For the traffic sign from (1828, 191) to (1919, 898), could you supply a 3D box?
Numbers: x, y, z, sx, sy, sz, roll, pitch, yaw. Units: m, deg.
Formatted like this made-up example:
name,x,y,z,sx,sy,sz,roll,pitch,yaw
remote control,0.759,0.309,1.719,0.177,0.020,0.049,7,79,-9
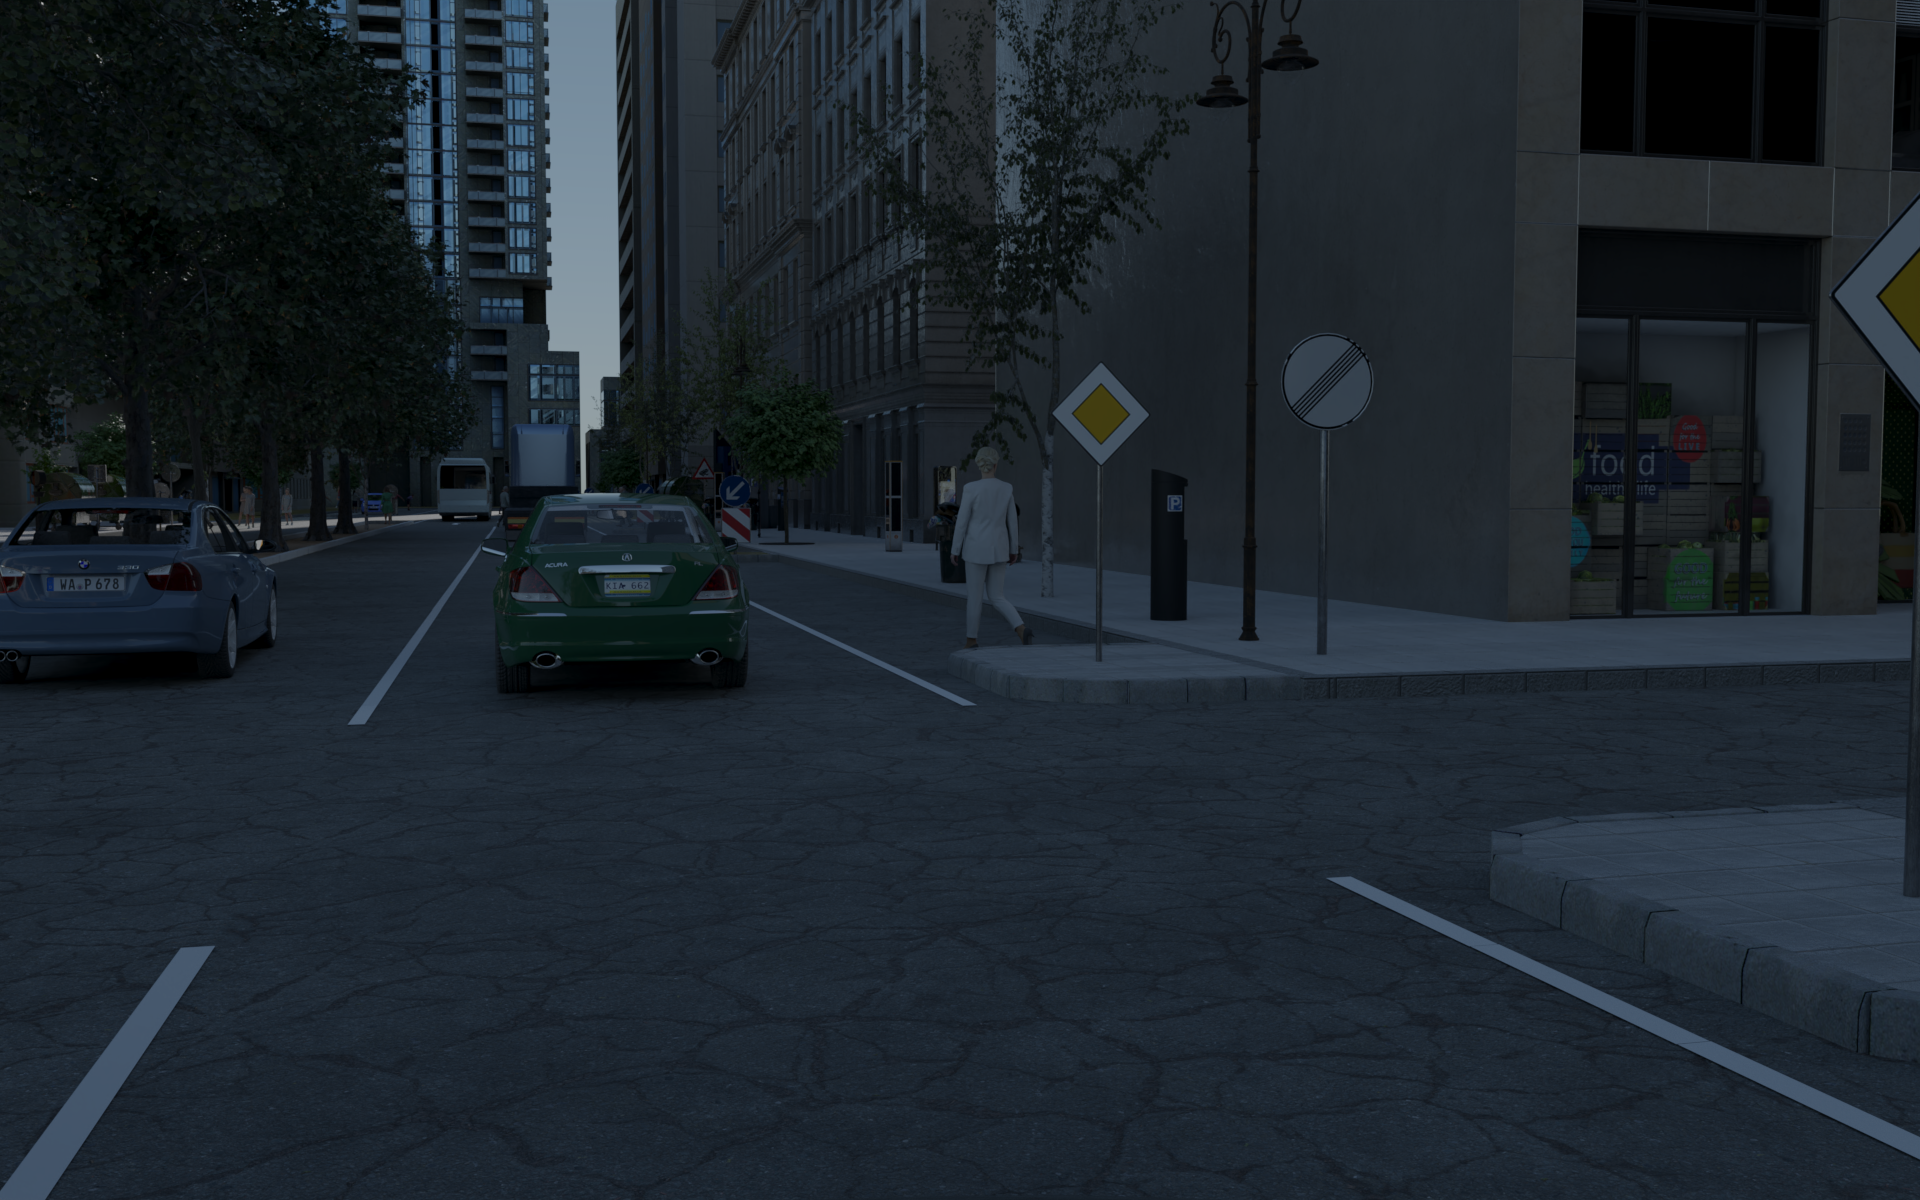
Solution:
name,x,y,z,sx,sy,sz,roll,pitch,yaw
traffic sign,3.035,-0.111,5.464,0.795,2.450,0.064,-1,4,-14

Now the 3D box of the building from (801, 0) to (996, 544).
name,x,y,z,sx,sy,sz,roll,pitch,yaw
building,1.389,-12.519,53.837,9.793,20.994,18.267,-1,4,-14

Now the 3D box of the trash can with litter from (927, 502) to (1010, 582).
name,x,y,z,sx,sy,sz,roll,pitch,yaw
trash can with litter,0.089,-0.848,25.255,1.055,1.170,0.624,-3,5,-42

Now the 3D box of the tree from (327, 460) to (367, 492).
name,x,y,z,sx,sy,sz,roll,pitch,yaw
tree,-52.592,-10.091,148.700,4.285,4.588,4.351,0,3,0

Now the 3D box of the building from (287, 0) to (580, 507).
name,x,y,z,sx,sy,sz,roll,pitch,yaw
building,-55.254,-52.813,176.167,31.000,86.520,22.319,-1,4,-14

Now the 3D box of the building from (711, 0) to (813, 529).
name,x,y,z,sx,sy,sz,roll,pitch,yaw
building,-3.203,-17.005,75.298,12.463,27.353,25.104,-1,4,-14

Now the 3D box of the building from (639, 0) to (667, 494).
name,x,y,z,sx,sy,sz,roll,pitch,yaw
building,-16.542,-29.384,130.541,14.600,45.320,14.200,-1,4,-14

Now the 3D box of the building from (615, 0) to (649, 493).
name,x,y,z,sx,sy,sz,roll,pitch,yaw
building,-18.047,-32.150,149.350,21.300,48.544,21.600,-1,4,-14

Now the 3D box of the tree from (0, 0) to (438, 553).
name,x,y,z,sx,sy,sz,roll,pitch,yaw
tree,-16.975,-7.516,42.344,9.611,12.733,9.660,0,3,0

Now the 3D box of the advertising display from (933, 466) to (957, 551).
name,x,y,z,sx,sy,sz,roll,pitch,yaw
advertising display,-0.339,-2.106,39.653,0.123,1.923,0.974,2,4,26

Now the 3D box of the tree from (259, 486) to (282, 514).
name,x,y,z,sx,sy,sz,roll,pitch,yaw
tree,-43.750,-9.816,110.850,4.737,8.622,4.395,0,3,0

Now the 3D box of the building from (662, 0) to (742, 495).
name,x,y,z,sx,sy,sz,roll,pitch,yaw
building,-8.334,-34.761,110.347,21.231,58.520,28.212,-1,4,-14

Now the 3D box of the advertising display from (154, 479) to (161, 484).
name,x,y,z,sx,sy,sz,roll,pitch,yaw
advertising display,-34.189,-4.160,73.225,0.974,1.923,0.123,1,4,22

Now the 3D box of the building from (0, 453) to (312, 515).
name,x,y,z,sx,sy,sz,roll,pitch,yaw
building,-67.414,-17.722,134.793,28.899,21.520,27.650,-1,4,-14

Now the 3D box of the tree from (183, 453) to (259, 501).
name,x,y,z,sx,sy,sz,roll,pitch,yaw
tree,-37.617,-8.280,85.748,4.737,8.622,4.395,0,3,0

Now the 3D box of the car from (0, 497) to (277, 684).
name,x,y,z,sx,sy,sz,roll,pitch,yaw
car,-6.849,-0.153,14.509,2.014,1.417,4.499,-1,4,-15

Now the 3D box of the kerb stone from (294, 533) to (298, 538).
name,x,y,z,sx,sy,sz,roll,pitch,yaw
kerb stone,-21.347,-2.020,55.285,0.120,0.150,1.000,-1,4,-14

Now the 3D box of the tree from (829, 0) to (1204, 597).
name,x,y,z,sx,sy,sz,roll,pitch,yaw
tree,0.859,-4.345,21.399,4.360,8.622,3.978,0,3,0

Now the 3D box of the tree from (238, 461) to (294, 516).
name,x,y,z,sx,sy,sz,roll,pitch,yaw
tree,-41.329,-7.314,103.297,4.285,4.588,4.351,0,3,0

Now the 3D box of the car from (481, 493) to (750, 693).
name,x,y,z,sx,sy,sz,roll,pitch,yaw
car,-2.799,-0.137,14.043,2.131,1.459,4.920,-1,4,-13

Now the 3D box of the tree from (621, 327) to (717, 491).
name,x,y,z,sx,sy,sz,roll,pitch,yaw
tree,-12.679,-7.686,76.032,4.360,8.622,3.978,0,3,0

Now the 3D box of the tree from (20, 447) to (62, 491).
name,x,y,z,sx,sy,sz,roll,pitch,yaw
tree,-32.725,-4.131,62.145,1.663,3.219,1.824,0,3,0

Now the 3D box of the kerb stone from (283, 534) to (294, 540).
name,x,y,z,sx,sy,sz,roll,pitch,yaw
kerb stone,-21.086,-1.963,54.290,0.120,0.150,1.000,-1,4,-14

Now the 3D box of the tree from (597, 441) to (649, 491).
name,x,y,z,sx,sy,sz,roll,pitch,yaw
tree,-21.086,-7.631,108.476,4.285,4.588,4.351,0,3,0

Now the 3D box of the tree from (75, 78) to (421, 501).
name,x,y,z,sx,sy,sz,roll,pitch,yaw
tree,-14.879,-5.939,33.974,8.767,10.594,7.601,-1,4,-14

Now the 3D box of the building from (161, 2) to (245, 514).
name,x,y,z,sx,sy,sz,roll,pitch,yaw
building,-54.807,-28.226,111.613,14.600,45.320,14.200,-1,4,-14

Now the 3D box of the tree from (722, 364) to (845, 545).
name,x,y,z,sx,sy,sz,roll,pitch,yaw
tree,-4.433,-3.700,44.203,4.285,4.588,4.351,0,3,0

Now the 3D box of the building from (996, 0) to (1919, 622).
name,x,y,z,sx,sy,sz,roll,pitch,yaw
building,19.580,-13.790,29.981,34.151,26.468,19.350,-1,4,-14

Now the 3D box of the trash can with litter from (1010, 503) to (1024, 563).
name,x,y,z,sx,sy,sz,roll,pitch,yaw
trash can with litter,0.851,-1.291,32.500,0.624,1.170,1.055,1,4,11

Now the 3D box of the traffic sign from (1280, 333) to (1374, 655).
name,x,y,z,sx,sy,sz,roll,pitch,yaw
traffic sign,2.895,-0.836,13.777,0.768,2.556,0.104,-1,4,-9

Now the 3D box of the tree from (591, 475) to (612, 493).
name,x,y,z,sx,sy,sz,roll,pitch,yaw
tree,-29.788,-9.196,144.958,1.663,3.219,1.824,0,3,0

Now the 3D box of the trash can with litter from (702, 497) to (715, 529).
name,x,y,z,sx,sy,sz,roll,pitch,yaw
trash can with litter,-8.735,-2.989,60.257,0.624,1.170,1.055,-1,4,-17

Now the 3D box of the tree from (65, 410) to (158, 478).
name,x,y,z,sx,sy,sz,roll,pitch,yaw
tree,-33.067,-5.138,67.728,4.285,4.588,4.351,0,3,0

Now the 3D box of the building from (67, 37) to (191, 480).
name,x,y,z,sx,sy,sz,roll,pitch,yaw
building,-56.686,-30.593,89.428,28.713,52.752,27.495,-1,4,-14

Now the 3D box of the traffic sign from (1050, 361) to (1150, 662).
name,x,y,z,sx,sy,sz,roll,pitch,yaw
traffic sign,1.061,-0.585,13.202,0.795,2.450,0.064,-1,4,-14

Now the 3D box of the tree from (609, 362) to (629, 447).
name,x,y,z,sx,sy,sz,roll,pitch,yaw
tree,-16.481,-8.638,91.591,4.737,8.622,4.395,0,3,0

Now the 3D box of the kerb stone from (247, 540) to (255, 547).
name,x,y,z,sx,sy,sz,roll,pitch,yaw
kerb stone,-19.318,-1.532,47.312,0.120,0.150,1.000,-1,4,-14

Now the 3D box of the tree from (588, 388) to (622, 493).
name,x,y,z,sx,sy,sz,roll,pitch,yaw
tree,-23.783,-10.383,120.123,4.360,8.622,3.978,0,3,0

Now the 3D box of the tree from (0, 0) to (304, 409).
name,x,y,z,sx,sy,sz,roll,pitch,yaw
tree,-9.680,-6.417,14.031,9.857,13.997,8.962,0,3,0

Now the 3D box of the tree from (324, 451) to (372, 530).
name,x,y,z,sx,sy,sz,roll,pitch,yaw
tree,-23.746,-7.109,69.054,4.360,8.622,3.978,0,3,0

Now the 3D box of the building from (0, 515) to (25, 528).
name,x,y,z,sx,sy,sz,roll,pitch,yaw
building,-47.970,-12.950,56.769,27.650,21.520,28.899,-1,4,-14

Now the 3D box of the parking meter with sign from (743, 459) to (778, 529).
name,x,y,z,sx,sy,sz,roll,pitch,yaw
parking meter with sign,-7.378,-4.130,63.782,0.543,3.016,1.738,2,4,28

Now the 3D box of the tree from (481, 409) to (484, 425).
name,x,y,z,sx,sy,sz,roll,pitch,yaw
tree,-19.586,-8.138,52.530,9.611,12.733,9.660,0,3,0

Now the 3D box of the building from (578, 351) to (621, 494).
name,x,y,z,sx,sy,sz,roll,pitch,yaw
building,-24.276,-53.263,183.522,31.000,86.520,22.319,-1,4,-14

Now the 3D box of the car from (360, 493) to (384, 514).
name,x,y,z,sx,sy,sz,roll,pitch,yaw
car,-41.581,-6.942,123.087,1.945,1.707,3.694,-1,4,-15

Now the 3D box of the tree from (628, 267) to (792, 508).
name,x,y,z,sx,sy,sz,roll,pitch,yaw
tree,-7.237,-6.426,55.420,4.737,8.622,4.395,0,3,0

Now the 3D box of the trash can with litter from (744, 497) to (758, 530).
name,x,y,z,sx,sy,sz,roll,pitch,yaw
trash can with litter,-7.510,-3.049,61.239,0.624,1.170,1.055,-2,4,-25
